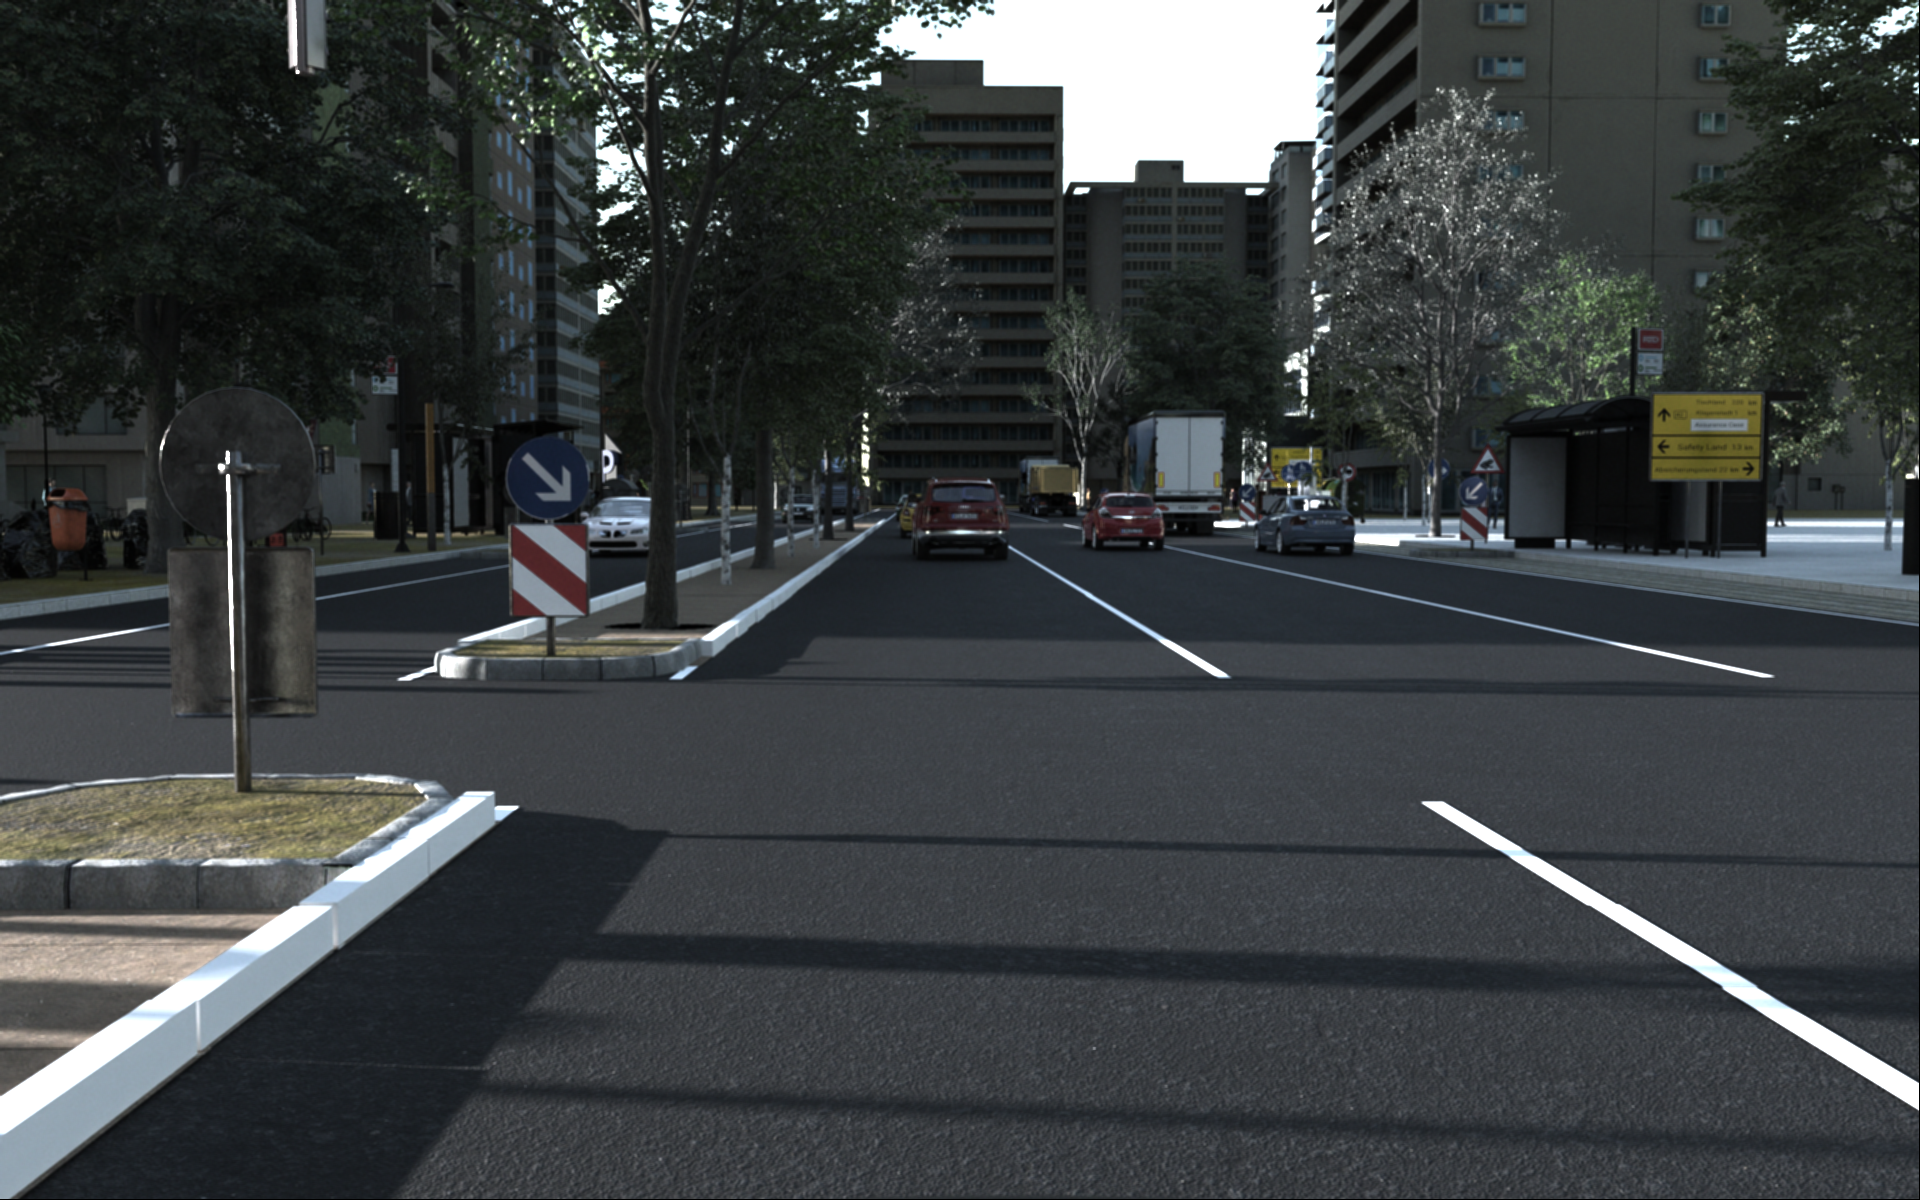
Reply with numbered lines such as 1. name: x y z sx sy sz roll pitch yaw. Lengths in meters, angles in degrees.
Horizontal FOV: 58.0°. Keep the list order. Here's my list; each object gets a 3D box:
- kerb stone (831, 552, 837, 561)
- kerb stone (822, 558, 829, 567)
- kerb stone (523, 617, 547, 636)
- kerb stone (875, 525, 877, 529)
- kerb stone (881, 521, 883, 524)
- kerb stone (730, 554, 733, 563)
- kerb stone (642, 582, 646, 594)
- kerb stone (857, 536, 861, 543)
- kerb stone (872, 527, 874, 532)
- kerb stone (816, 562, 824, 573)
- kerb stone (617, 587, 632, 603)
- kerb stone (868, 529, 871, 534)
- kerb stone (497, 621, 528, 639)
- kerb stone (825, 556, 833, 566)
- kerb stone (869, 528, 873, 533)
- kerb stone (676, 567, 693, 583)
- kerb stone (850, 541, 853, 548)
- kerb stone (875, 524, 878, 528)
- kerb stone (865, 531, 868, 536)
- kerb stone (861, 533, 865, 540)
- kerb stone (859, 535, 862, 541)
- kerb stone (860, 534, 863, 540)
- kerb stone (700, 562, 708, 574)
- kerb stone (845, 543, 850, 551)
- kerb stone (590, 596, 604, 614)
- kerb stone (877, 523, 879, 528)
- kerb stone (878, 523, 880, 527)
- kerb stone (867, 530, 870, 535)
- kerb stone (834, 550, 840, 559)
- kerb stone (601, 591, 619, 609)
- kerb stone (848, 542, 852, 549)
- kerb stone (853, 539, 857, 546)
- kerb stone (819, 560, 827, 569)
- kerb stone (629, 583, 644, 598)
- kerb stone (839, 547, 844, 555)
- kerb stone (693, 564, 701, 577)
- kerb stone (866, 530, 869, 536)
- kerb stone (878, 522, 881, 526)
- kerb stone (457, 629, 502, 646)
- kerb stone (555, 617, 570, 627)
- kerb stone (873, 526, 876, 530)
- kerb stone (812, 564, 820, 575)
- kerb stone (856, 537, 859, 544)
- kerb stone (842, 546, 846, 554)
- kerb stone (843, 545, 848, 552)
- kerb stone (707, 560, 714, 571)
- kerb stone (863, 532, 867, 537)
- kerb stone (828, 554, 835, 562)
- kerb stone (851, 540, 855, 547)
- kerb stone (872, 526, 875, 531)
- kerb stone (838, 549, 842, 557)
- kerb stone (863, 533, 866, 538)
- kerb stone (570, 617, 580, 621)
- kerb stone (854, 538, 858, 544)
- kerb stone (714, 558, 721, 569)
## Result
1. kerb stone: -2.697 -0.856 36.184 0.120 0.150 1.000 0 4 -1
2. kerb stone: -2.634 -0.667 33.105 0.120 0.150 1.000 0 4 -1
3. kerb stone: -4.385 0.277 17.712 0.120 0.150 1.000 0 4 -1
4. kerb stone: -3.384 -2.738 66.968 0.120 0.150 1.000 0 4 -1
5. kerb stone: -3.574 -3.297 76.191 0.120 0.150 1.000 0 4 -1
6. kerb stone: -4.765 -0.791 35.134 0.120 0.150 1.000 0 4 -1
7. kerb stone: -4.550 -0.165 24.888 0.120 0.150 1.000 0 4 -1
8. kerb stone: -2.986 -1.672 49.529 0.120 0.150 1.000 0 4 -1
9. kerb stone: -3.290 -2.483 62.864 0.120 0.150 1.000 0 4 -1
10. kerb stone: -2.577 -0.542 31.061 0.120 0.150 1.000 0 4 -1
11. kerb stone: -4.500 -0.039 22.836 0.120 0.150 1.000 0 4 -1
12. kerb stone: -3.193 -2.236 58.756 0.120 0.150 1.000 0 4 -1
13. kerb stone: -4.364 0.339 16.685 0.120 0.150 1.000 0 4 -1
14. kerb stone: -2.645 -0.729 34.127 0.120 0.150 1.000 0 4 -1
15. kerb stone: -3.235 -2.362 60.811 0.120 0.150 1.000 0 4 -1
16. kerb stone: -4.646 -0.415 28.982 0.120 0.150 1.000 0 4 -1
17. kerb stone: -2.879 -1.357 44.378 0.120 0.150 1.000 0 4 -1
18. kerb stone: -3.405 -2.800 67.991 0.120 0.150 1.000 0 4 -1
19. kerb stone: -3.127 -2.048 55.686 0.120 0.150 1.000 0 4 -1
20. kerb stone: -3.053 -1.860 52.606 0.120 0.150 1.000 0 4 -1
21. kerb stone: -3.007 -1.731 50.551 0.120 0.150 1.000 0 4 -1
22. kerb stone: -3.032 -1.797 51.573 0.120 0.150 1.000 0 4 -1
23. kerb stone: -4.678 -0.540 31.028 0.120 0.150 1.000 0 4 -1
24. kerb stone: -2.831 -1.232 42.334 0.120 0.150 1.000 0 4 -1
25. kerb stone: -4.460 0.088 20.792 0.120 0.150 1.000 0 4 -1
26. kerb stone: -3.444 -2.925 70.039 0.120 0.150 1.000 0 4 -1
27. kerb stone: -3.462 -2.990 71.075 0.120 0.150 1.000 0 4 -1
28. kerb stone: -3.163 -2.174 57.734 0.120 0.150 1.000 0 4 -1
29. kerb stone: -2.722 -0.918 37.207 0.120 0.150 1.000 0 4 -1
30. kerb stone: -4.479 0.023 21.814 0.120 0.150 1.000 0 4 -1
31. kerb stone: -2.857 -1.294 43.356 0.120 0.150 1.000 0 4 -1
32. kerb stone: -2.922 -1.480 46.441 0.120 0.150 1.000 0 4 -1
33. kerb stone: -2.608 -0.605 32.083 0.120 0.150 1.000 0 4 -1
34. kerb stone: -4.529 -0.102 23.864 0.120 0.150 1.000 0 4 -1
35. kerb stone: -2.765 -1.043 39.251 0.120 0.150 1.000 0 4 -1
36. kerb stone: -4.653 -0.477 30.005 0.120 0.150 1.000 0 4 -1
37. kerb stone: -3.153 -2.111 56.711 0.120 0.150 1.000 0 4 -1
38. kerb stone: -3.484 -3.048 72.097 0.120 0.150 1.000 0 4 -1
39. kerb stone: -4.347 0.400 15.651 0.120 0.150 1.000 0 4 -1
40. kerb stone: -4.408 0.211 18.743 0.120 0.150 1.000 0 4 -1
41. kerb stone: -3.335 -2.607 64.914 0.120 0.150 1.000 0 4 -1
42. kerb stone: -2.562 -0.479 30.033 0.120 0.150 1.000 0 4 -1
43. kerb stone: -2.965 -1.609 48.507 0.120 0.150 1.000 0 4 -1
44. kerb stone: -2.785 -1.100 40.273 0.120 0.150 1.000 0 4 -1
45. kerb stone: -2.810 -1.168 41.296 0.120 0.150 1.000 0 4 -1
46. kerb stone: -4.714 -0.603 32.053 0.120 0.150 1.000 0 4 -1
47. kerb stone: -3.103 -1.985 54.650 0.120 0.150 1.000 0 4 -1
48. kerb stone: -2.675 -0.793 35.159 0.120 0.150 1.000 0 4 -1
49. kerb stone: -2.899 -1.420 45.412 0.120 0.150 1.000 0 4 -1
50. kerb stone: -3.304 -2.550 63.892 0.120 0.150 1.000 0 4 -1
51. kerb stone: -2.735 -0.978 38.229 0.120 0.150 1.000 0 4 -1
52. kerb stone: -3.075 -1.923 53.628 0.120 0.150 1.000 0 4 -1
53. kerb stone: -4.440 0.157 19.765 0.120 0.150 1.000 0 4 -1
54. kerb stone: -2.939 -1.546 47.473 0.120 0.150 1.000 0 4 -1
55. kerb stone: -4.725 -0.666 33.086 0.120 0.150 1.000 0 4 -1
